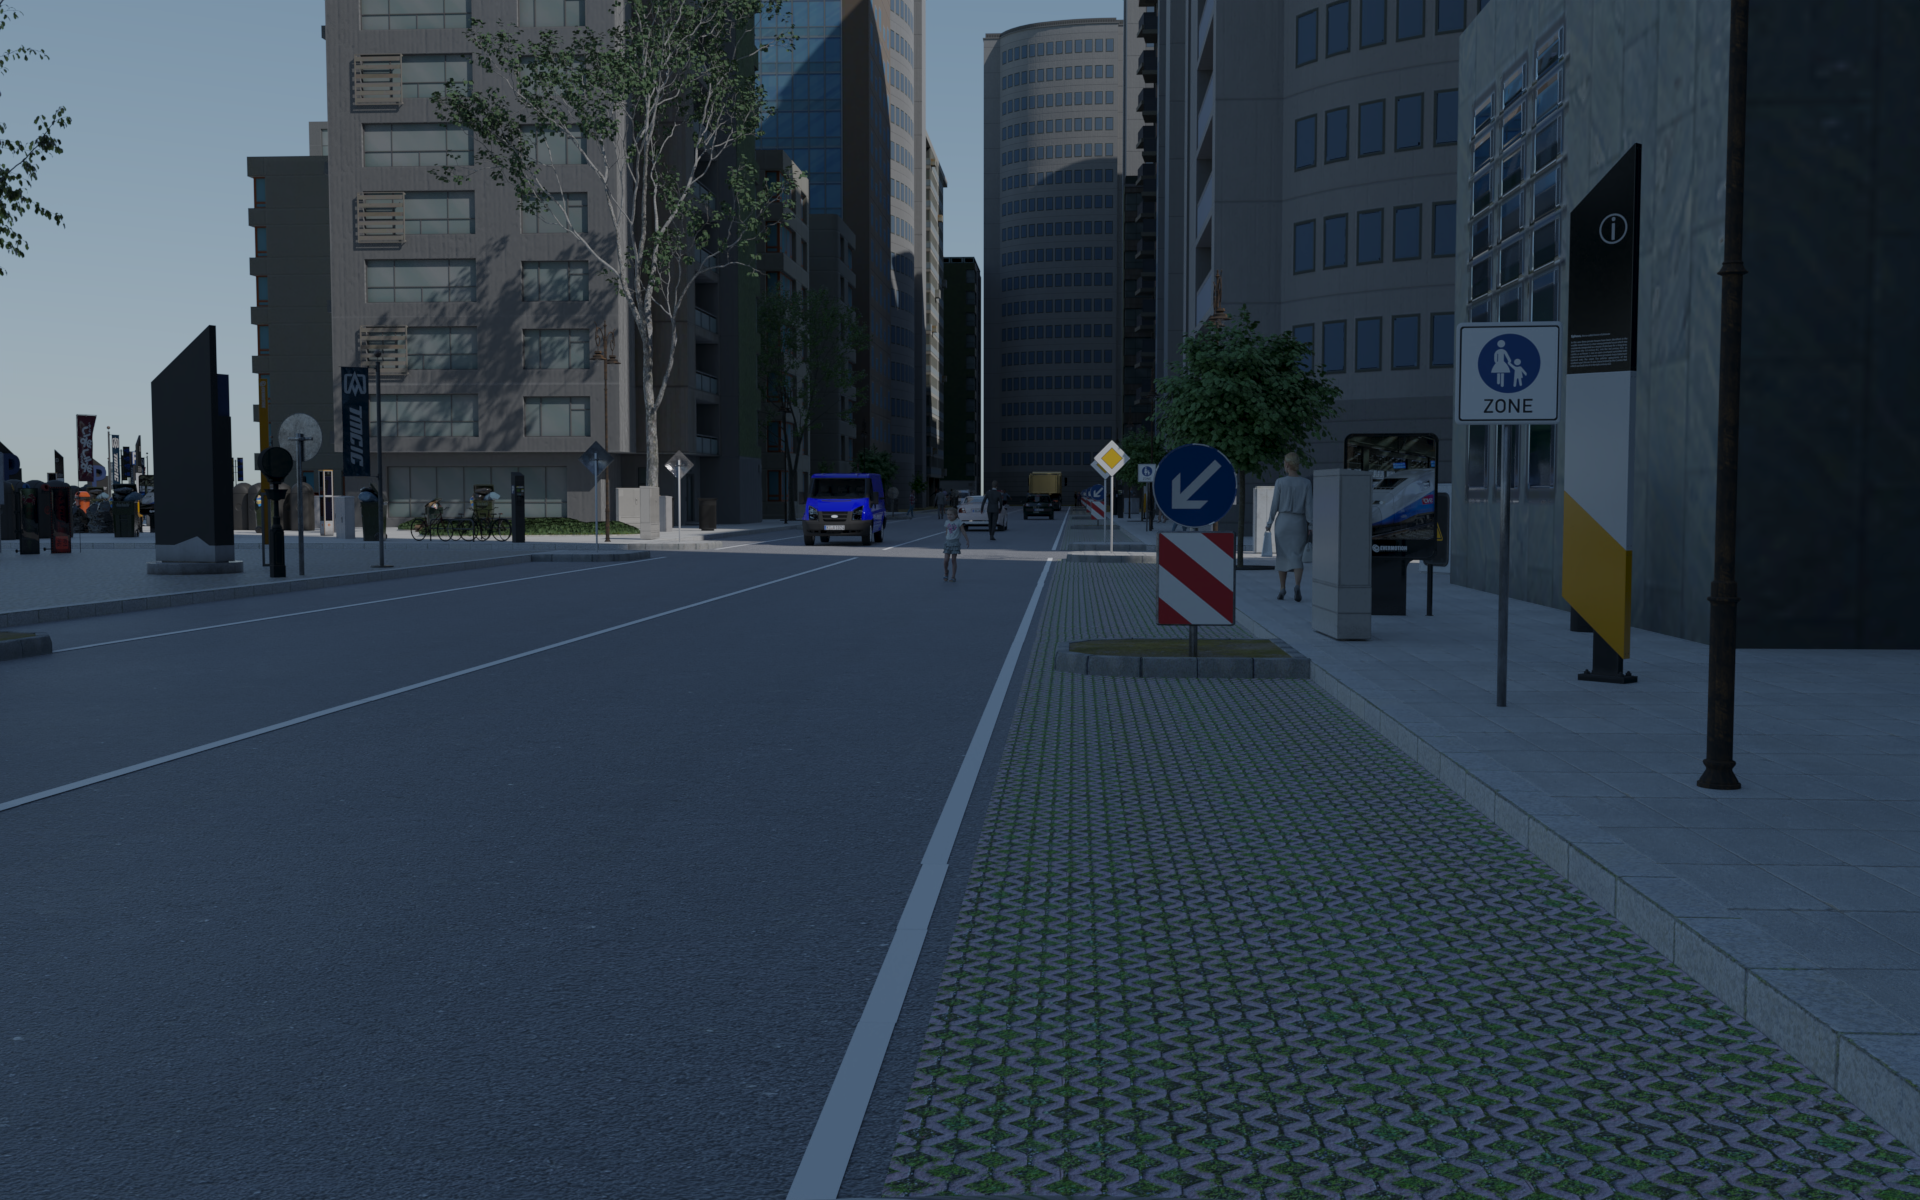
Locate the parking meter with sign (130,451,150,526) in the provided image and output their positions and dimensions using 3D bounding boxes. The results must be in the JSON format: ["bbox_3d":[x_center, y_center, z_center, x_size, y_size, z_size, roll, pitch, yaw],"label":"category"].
[{"bbox_3d":[-32.838,-4.552,70.687,1.738,3.016,0.543,0,4,-4],"label":"parking meter with sign"}]

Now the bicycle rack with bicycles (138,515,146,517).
[{"bbox_3d":[-44.779,-5.013,95.341,2.852,0.926,2.925,-3,4,-36],"label":"bicycle rack with bicycles"}]

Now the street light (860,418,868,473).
[{"bbox_3d":[-5.702,-7.979,103.244,0.468,5.910,1.993,0,4,4],"label":"street light"}]

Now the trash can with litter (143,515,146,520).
[{"bbox_3d":[-40.848,-4.543,85.329,1.678,1.210,2.233,2,4,34],"label":"trash can with litter"}]

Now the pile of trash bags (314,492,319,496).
[{"bbox_3d":[-31.689,-4.421,82.036,1.912,1.369,3.447,2,4,27],"label":"pile of trash bags"}]

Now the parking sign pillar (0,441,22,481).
[{"bbox_3d":[-45.594,-5.782,83.015,1.447,3.967,1.447,1,4,11],"label":"parking sign pillar"}]

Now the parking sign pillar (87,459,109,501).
[{"bbox_3d":[-58.440,-7.885,117.384,1.447,3.967,1.447,2,4,29],"label":"parking sign pillar"}]

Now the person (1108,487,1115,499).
[{"bbox_3d":[11.701,-7.664,131.446,0.705,1.812,1.348,-3,5,-40],"label":"person"}]

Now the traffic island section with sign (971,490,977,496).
[{"bbox_3d":[1.411,-10.199,175.383,1.989,1.847,2.006,0,4,4],"label":"traffic island section with sign"}]

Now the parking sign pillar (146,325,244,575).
[{"bbox_3d":[-12.447,-2.422,28.079,1.447,3.967,1.447,1,4,23],"label":"parking sign pillar"}]

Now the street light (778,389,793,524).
[{"bbox_3d":[-7.536,-6.237,74.758,0.468,5.910,1.993,0,4,4],"label":"street light"}]

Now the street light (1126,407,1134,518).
[{"bbox_3d":[8.920,-7.230,91.004,0.468,5.910,1.993,0,4,4],"label":"street light"}]

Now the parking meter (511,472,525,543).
[{"bbox_3d":[-11.639,-2.441,45.620,0.255,1.863,0.399,-2,4,-33],"label":"parking meter"}]

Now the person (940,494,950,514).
[{"bbox_3d":[-1.108,-6.859,123.827,0.799,1.438,0.628,0,4,2],"label":"person"}]

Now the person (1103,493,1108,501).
[{"bbox_3d":[15.744,-10.901,187.456,0.799,1.438,0.628,3,4,36],"label":"person"}]

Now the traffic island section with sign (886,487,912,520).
[{"bbox_3d":[-3.743,-5.438,97.538,1.989,1.847,2.006,0,4,4],"label":"traffic island section with sign"}]

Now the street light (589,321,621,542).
[{"bbox_3d":[-9.449,-4.494,46.268,0.468,5.910,1.993,0,4,4],"label":"street light"}]

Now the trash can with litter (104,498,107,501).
[{"bbox_3d":[-54.787,-6.070,110.636,0.624,1.170,1.055,-1,4,-22],"label":"trash can with litter"}]

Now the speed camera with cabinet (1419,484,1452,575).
[{"bbox_3d":[8.082,-2.010,27.203,0.660,3.252,2.038,-1,4,-23],"label":"speed camera with cabinet"}]

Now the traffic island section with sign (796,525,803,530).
[{"bbox_3d":[-5.537,-3.788,70.557,1.989,1.847,2.006,0,4,4],"label":"traffic island section with sign"}]

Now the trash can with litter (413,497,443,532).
[{"bbox_3d":[-17.901,-2.862,58.180,1.055,1.170,0.624,1,4,16],"label":"trash can with litter"}]

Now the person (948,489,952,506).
[{"bbox_3d":[-0.890,-10.781,182.300,1.348,1.826,0.705,2,4,30],"label":"person"}]

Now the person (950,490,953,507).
[{"bbox_3d":[-0.864,-10.480,178.107,0.721,1.735,1.217,1,4,12],"label":"person"}]

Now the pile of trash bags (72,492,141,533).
[{"bbox_3d":[-28.581,-2.867,56.633,1.912,1.369,3.447,1,4,15],"label":"pile of trash bags"}]

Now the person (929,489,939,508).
[{"bbox_3d":[-2.239,-9.577,162.756,1.348,1.807,0.705,1,4,18],"label":"person"}]

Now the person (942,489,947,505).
[{"bbox_3d":[-1.796,-11.716,197.466,0.709,1.838,0.599,-1,4,-13],"label":"person"}]

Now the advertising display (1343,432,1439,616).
[{"bbox_3d":[4.535,-0.799,18.284,0.974,1.923,0.123,1,4,12],"label":"advertising display"}]

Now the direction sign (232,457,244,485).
[{"bbox_3d":[-44.696,-7.030,106.938,0.876,3.537,0.379,-2,4,-24],"label":"direction sign"}]

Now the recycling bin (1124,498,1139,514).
[{"bbox_3d":[11.020,-6.029,111.120,0.722,1.027,0.722,-3,4,-36],"label":"recycling bin"}]

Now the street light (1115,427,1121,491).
[{"bbox_3d":[10.828,-8.967,119.393,0.468,5.910,1.993,0,4,4],"label":"street light"}]

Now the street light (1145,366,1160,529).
[{"bbox_3d":[6.971,-5.511,62.886,0.468,5.910,1.993,0,4,4],"label":"street light"}]

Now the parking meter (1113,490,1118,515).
[{"bbox_3d":[9.357,-5.896,104.807,0.372,1.533,0.369,0,3,0],"label":"parking meter"}]

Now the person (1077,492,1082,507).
[{"bbox_3d":[12.221,-10.294,177.721,0.541,1.710,0.530,3,4,36],"label":"person"}]

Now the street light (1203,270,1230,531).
[{"bbox_3d":[5.305,-3.857,35.845,0.468,5.910,1.993,0,4,4],"label":"street light"}]

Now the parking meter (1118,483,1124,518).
[{"bbox_3d":[8.532,-5.275,91.963,0.255,1.863,0.399,1,4,16],"label":"parking meter"}]

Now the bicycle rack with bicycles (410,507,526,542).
[{"bbox_3d":[-13.195,-2.079,47.372,2.925,0.926,2.852,2,4,35],"label":"bicycle rack with bicycles"}]

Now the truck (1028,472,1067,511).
[{"bbox_3d":[7.415,-9.360,148.957,3.469,3.379,9.791,0,4,5],"label":"truck"}]

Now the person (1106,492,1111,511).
[{"bbox_3d":[11.666,-7.776,133.911,0.721,1.736,1.217,3,5,44],"label":"person"}]

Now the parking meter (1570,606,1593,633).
[{"bbox_3d":[5.902,-0.473,16.148,0.372,1.533,0.369,0,3,0],"label":"parking meter"}]

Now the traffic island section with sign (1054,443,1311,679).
[{"bbox_3d":[1.786,-0.350,14.353,1.989,1.847,2.006,0,4,4],"label":"traffic island section with sign"}]

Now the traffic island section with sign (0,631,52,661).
[{"bbox_3d":[-9.193,-0.399,15.152,1.989,1.847,2.006,0,4,4],"label":"traffic island section with sign"}]

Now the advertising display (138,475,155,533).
[{"bbox_3d":[-26.675,-3.192,57.409,0.974,1.923,0.123,-1,4,-22],"label":"advertising display"}]

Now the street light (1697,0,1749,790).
[{"bbox_3d":[3.326,-2.118,7.412,0.468,5.910,1.993,0,4,4],"label":"street light"}]

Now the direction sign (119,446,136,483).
[{"bbox_3d":[-39.670,-5.505,81.996,0.379,3.537,0.876,2,4,30],"label":"direction sign"}]

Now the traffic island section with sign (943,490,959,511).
[{"bbox_3d":[-0.377,-8.554,148.487,1.989,1.847,2.006,0,4,4],"label":"traffic island section with sign"}]

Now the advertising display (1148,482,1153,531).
[{"bbox_3d":[6.640,-3.372,60.344,0.123,1.923,0.974,0,4,4],"label":"advertising display"}]
